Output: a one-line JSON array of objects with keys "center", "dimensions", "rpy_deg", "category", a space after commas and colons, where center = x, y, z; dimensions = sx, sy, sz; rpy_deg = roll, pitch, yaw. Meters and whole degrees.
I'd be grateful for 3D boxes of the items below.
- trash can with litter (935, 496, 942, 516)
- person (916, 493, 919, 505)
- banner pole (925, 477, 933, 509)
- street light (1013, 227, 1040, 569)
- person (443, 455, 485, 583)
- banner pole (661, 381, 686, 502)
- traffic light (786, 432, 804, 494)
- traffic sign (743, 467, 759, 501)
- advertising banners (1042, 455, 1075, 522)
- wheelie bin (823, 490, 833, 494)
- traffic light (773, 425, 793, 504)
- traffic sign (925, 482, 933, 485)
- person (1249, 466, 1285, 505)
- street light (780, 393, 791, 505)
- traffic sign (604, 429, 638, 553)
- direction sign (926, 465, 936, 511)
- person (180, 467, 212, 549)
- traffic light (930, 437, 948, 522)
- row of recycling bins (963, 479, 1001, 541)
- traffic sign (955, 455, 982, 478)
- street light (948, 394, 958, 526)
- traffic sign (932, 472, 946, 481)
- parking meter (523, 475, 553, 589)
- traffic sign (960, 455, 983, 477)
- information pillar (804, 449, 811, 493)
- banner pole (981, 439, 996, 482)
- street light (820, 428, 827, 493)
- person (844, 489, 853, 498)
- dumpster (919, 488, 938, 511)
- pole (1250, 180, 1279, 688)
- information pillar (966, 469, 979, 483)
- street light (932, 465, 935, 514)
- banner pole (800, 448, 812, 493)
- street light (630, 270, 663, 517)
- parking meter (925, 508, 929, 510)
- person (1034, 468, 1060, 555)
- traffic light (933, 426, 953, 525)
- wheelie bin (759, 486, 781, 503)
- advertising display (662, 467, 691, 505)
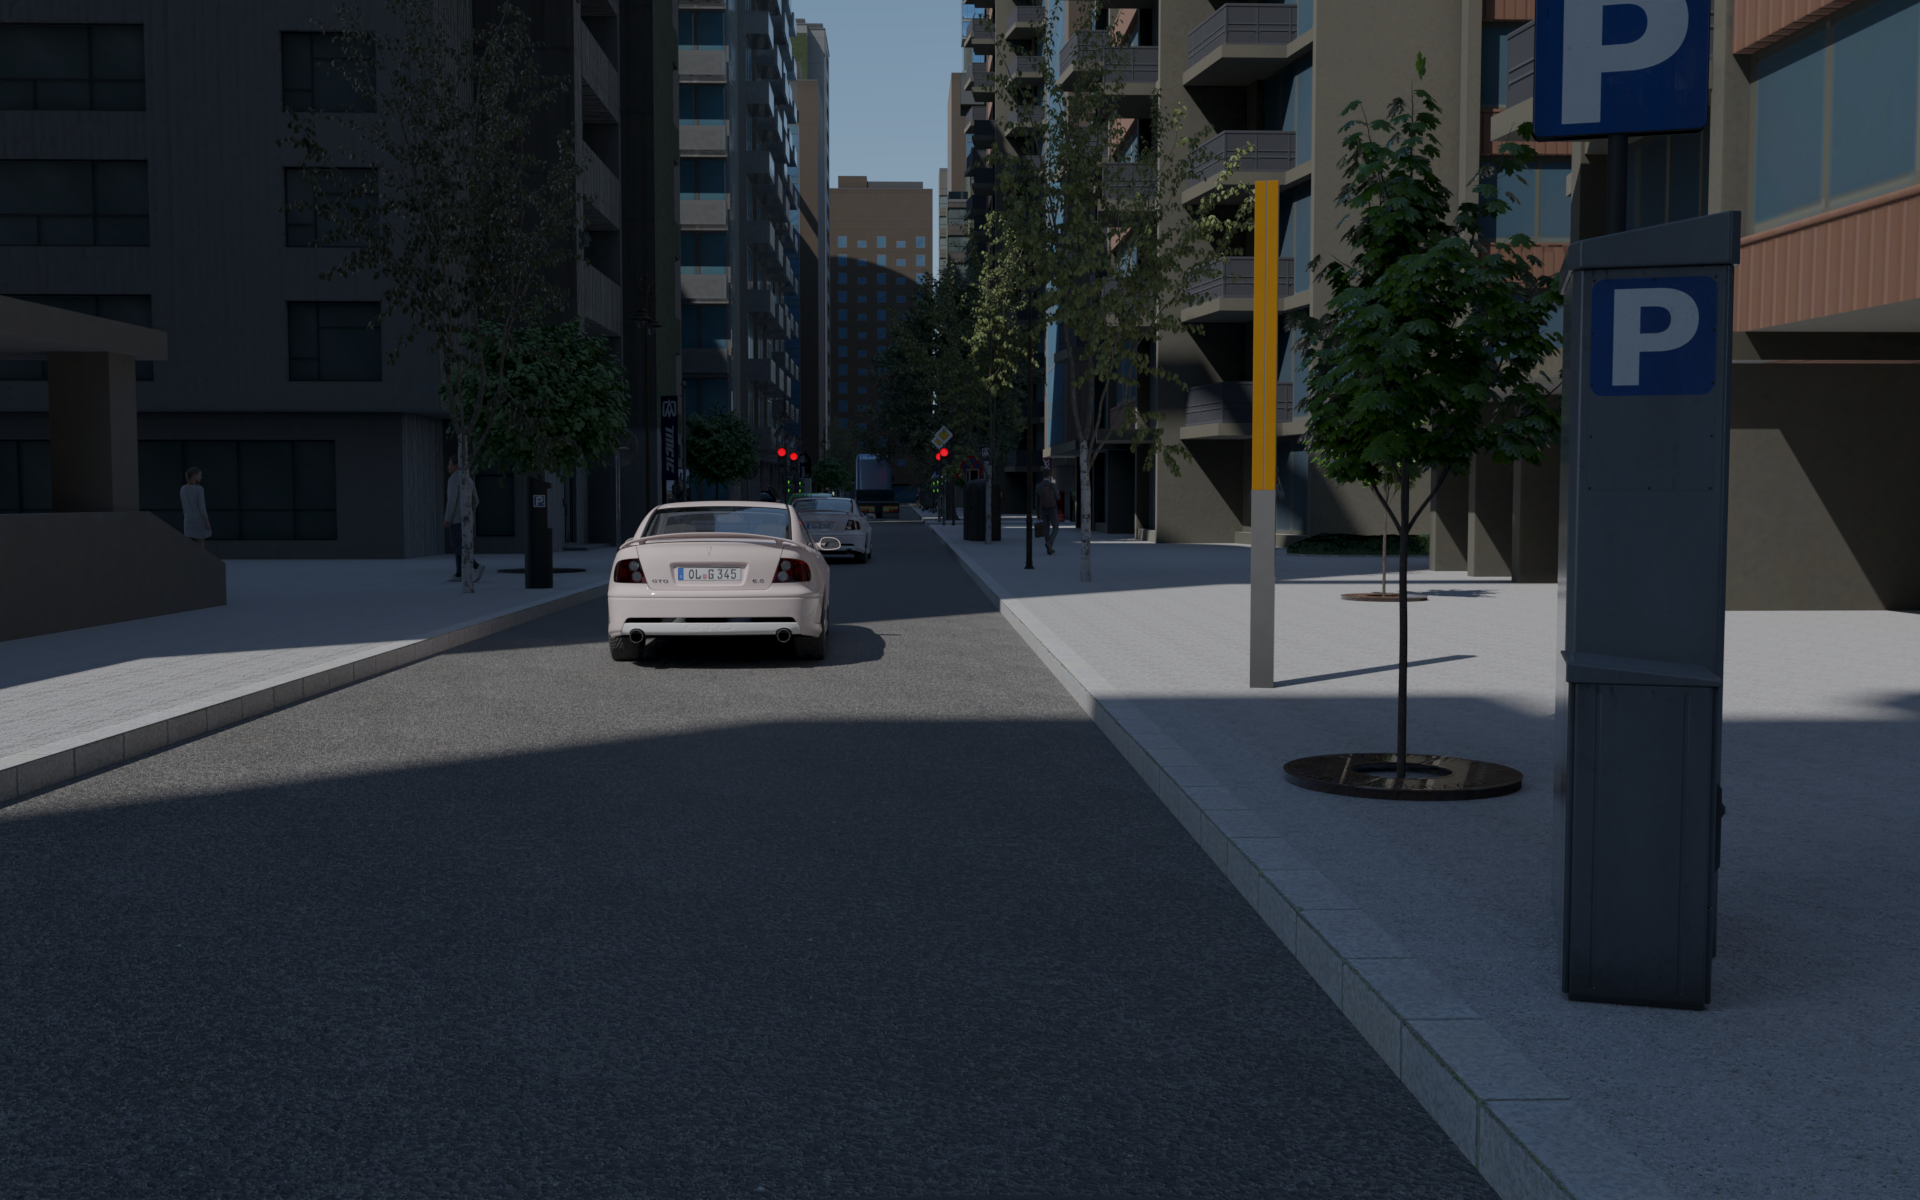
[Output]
[{"center": [-0.947, -5.444, 100.390], "dimensions": [0.624, 1.170, 1.055], "rpy_deg": [2, 4, 33], "category": "trash can with litter"}, {"center": [-4.796, -11.447, 196.434], "dimensions": [0.421, 1.427, 0.697], "rpy_deg": [1, 4, 21], "category": "person"}, {"center": [-2.589, -9.601, 146.997], "dimensions": [0.863, 3.779, 0.401], "rpy_deg": [0, 4, 2], "category": "banner pole"}, {"center": [1.184, -3.467, 29.469], "dimensions": [0.468, 5.910, 1.993], "rpy_deg": [0, 4, -2], "category": "street light"}, {"center": [-7.195, -1.180, 25.175], "dimensions": [0.795, 1.843, 0.661], "rpy_deg": [1, 4, 18], "category": "person"}, {"center": [-6.346, -2.977, 38.685], "dimensions": [0.863, 3.779, 0.401], "rpy_deg": [2, 4, 27], "category": "banner pole"}, {"center": [-7.513, -5.491, 78.703], "dimensions": [0.839, 4.253, 0.868], "rpy_deg": [0, 4, -2], "category": "traffic light"}, {"center": [-7.740, -3.866, 63.316], "dimensions": [0.768, 2.556, 0.104], "rpy_deg": [0, 4, 6], "category": "traffic sign"}, {"center": [4.597, -5.059, 78.896], "dimensions": [2.074, 3.025, 0.090], "rpy_deg": [-2, 4, -30], "category": "advertising banners"}, {"center": [-9.608, -7.210, 125.799], "dimensions": [0.693, 1.594, 0.980], "rpy_deg": [3, 4, 39], "category": "wheelie bin"}, {"center": [-7.234, -5.003, 70.723], "dimensions": [0.839, 4.253, 0.868], "rpy_deg": [0, 4, -2], "category": "traffic light"}, {"center": [-2.368, -8.454, 137.956], "dimensions": [0.795, 2.593, 0.064], "rpy_deg": [0, 4, 6], "category": "traffic sign"}, {"center": [5.684, -1.585, 32.132], "dimensions": [0.473, 1.802, 0.592], "rpy_deg": [-3, 5, -40], "category": "person"}, {"center": [-8.025, -6.525, 79.472], "dimensions": [0.468, 5.910, 1.993], "rpy_deg": [0, 4, -2], "category": "street light"}, {"center": [-6.497, -2.006, 32.903], "dimensions": [0.768, 2.556, 0.104], "rpy_deg": [0, 4, -1], "category": "traffic sign"}, {"center": [-2.223, -8.623, 132.975], "dimensions": [0.876, 3.537, 0.379], "rpy_deg": [-2, 4, -31], "category": "direction sign"}, {"center": [-12.720, -1.347, 28.814], "dimensions": [0.466, 1.731, 0.760], "rpy_deg": [-1, 4, -19], "category": "person"}, {"center": [-0.957, -5.506, 78.947], "dimensions": [0.839, 4.253, 0.868], "rpy_deg": [0, 4, -2], "category": "traffic light"}, {"center": [0.564, -2.543, 48.685], "dimensions": [1.069, 1.692, 3.534], "rpy_deg": [0, 4, -3], "category": "row of recycling bins"}, {"center": [0.293, -3.494, 57.128], "dimensions": [0.884, 2.594, 0.081], "rpy_deg": [0, 4, 3], "category": "traffic sign"}, {"center": [-0.267, -5.972, 70.434], "dimensions": [0.468, 5.910, 1.993], "rpy_deg": [0, 4, -2], "category": "street light"}, {"center": [-1.107, -5.697, 93.252], "dimensions": [0.768, 2.556, 0.104], "rpy_deg": [0, 4, 0], "category": "traffic sign"}, {"center": [-5.741, -0.928, 23.580], "dimensions": [0.372, 1.533, 0.369], "rpy_deg": [0, 3, 0], "category": "parking meter"}, {"center": [0.385, -3.476, 56.945], "dimensions": [0.768, 2.556, 0.104], "rpy_deg": [0, 4, 4], "category": "traffic sign"}, {"center": [-7.983, -6.081, 90.784], "dimensions": [0.183, 3.616, 0.504], "rpy_deg": [-3, 5, -43], "category": "information pillar"}, {"center": [1.338, -5.409, 78.453], "dimensions": [0.863, 3.779, 0.401], "rpy_deg": [0, 4, 1], "category": "banner pole"}, {"center": [-9.367, -8.979, 119.595], "dimensions": [0.468, 5.910, 1.993], "rpy_deg": [0, 4, -2], "category": "street light"}, {"center": [-12.265, -11.143, 188.238], "dimensions": [1.348, 1.824, 0.705], "rpy_deg": [-1, 4, -17], "category": "person"}, {"center": [-2.235, -7.490, 128.222], "dimensions": [1.264, 1.857, 1.865], "rpy_deg": [0, 4, -2], "category": "dumpster"}, {"center": [2.008, -1.075, 11.422], "dimensions": [0.158, 3.312, 0.155], "rpy_deg": [0, 3, 0], "category": "pole"}, {"center": [0.368, -2.830, 50.757], "dimensions": [0.304, 2.012, 0.304], "rpy_deg": [-1, 4, -18], "category": "information pillar"}, {"center": [-1.731, -8.626, 113.828], "dimensions": [0.468, 5.910, 1.993], "rpy_deg": [0, 4, -2], "category": "street light"}, {"center": [-8.350, -6.381, 94.344], "dimensions": [0.863, 3.779, 0.401], "rpy_deg": [1, 4, 11], "category": "banner pole"}, {"center": [-6.473, -3.857, 35.851], "dimensions": [0.468, 5.910, 1.993], "rpy_deg": [0, 4, -2], "category": "street light"}, {"center": [-2.611, -7.963, 135.911], "dimensions": [0.255, 1.863, 0.399], "rpy_deg": [-1, 4, -21], "category": "parking meter"}, {"center": [1.848, -1.875, 36.666], "dimensions": [0.622, 1.834, 0.822], "rpy_deg": [2, 4, 25], "category": "person"}, {"center": [-0.678, -5.018, 70.967], "dimensions": [0.839, 4.253, 0.868], "rpy_deg": [0, 4, -2], "category": "traffic light"}, {"center": [-7.254, -3.557, 66.069], "dimensions": [0.693, 1.594, 0.980], "rpy_deg": [1, 4, 10], "category": "wheelie bin"}, {"center": [-6.788, -2.218, 41.485], "dimensions": [0.123, 1.923, 0.974], "rpy_deg": [2, 4, 28], "category": "advertising display"}]
